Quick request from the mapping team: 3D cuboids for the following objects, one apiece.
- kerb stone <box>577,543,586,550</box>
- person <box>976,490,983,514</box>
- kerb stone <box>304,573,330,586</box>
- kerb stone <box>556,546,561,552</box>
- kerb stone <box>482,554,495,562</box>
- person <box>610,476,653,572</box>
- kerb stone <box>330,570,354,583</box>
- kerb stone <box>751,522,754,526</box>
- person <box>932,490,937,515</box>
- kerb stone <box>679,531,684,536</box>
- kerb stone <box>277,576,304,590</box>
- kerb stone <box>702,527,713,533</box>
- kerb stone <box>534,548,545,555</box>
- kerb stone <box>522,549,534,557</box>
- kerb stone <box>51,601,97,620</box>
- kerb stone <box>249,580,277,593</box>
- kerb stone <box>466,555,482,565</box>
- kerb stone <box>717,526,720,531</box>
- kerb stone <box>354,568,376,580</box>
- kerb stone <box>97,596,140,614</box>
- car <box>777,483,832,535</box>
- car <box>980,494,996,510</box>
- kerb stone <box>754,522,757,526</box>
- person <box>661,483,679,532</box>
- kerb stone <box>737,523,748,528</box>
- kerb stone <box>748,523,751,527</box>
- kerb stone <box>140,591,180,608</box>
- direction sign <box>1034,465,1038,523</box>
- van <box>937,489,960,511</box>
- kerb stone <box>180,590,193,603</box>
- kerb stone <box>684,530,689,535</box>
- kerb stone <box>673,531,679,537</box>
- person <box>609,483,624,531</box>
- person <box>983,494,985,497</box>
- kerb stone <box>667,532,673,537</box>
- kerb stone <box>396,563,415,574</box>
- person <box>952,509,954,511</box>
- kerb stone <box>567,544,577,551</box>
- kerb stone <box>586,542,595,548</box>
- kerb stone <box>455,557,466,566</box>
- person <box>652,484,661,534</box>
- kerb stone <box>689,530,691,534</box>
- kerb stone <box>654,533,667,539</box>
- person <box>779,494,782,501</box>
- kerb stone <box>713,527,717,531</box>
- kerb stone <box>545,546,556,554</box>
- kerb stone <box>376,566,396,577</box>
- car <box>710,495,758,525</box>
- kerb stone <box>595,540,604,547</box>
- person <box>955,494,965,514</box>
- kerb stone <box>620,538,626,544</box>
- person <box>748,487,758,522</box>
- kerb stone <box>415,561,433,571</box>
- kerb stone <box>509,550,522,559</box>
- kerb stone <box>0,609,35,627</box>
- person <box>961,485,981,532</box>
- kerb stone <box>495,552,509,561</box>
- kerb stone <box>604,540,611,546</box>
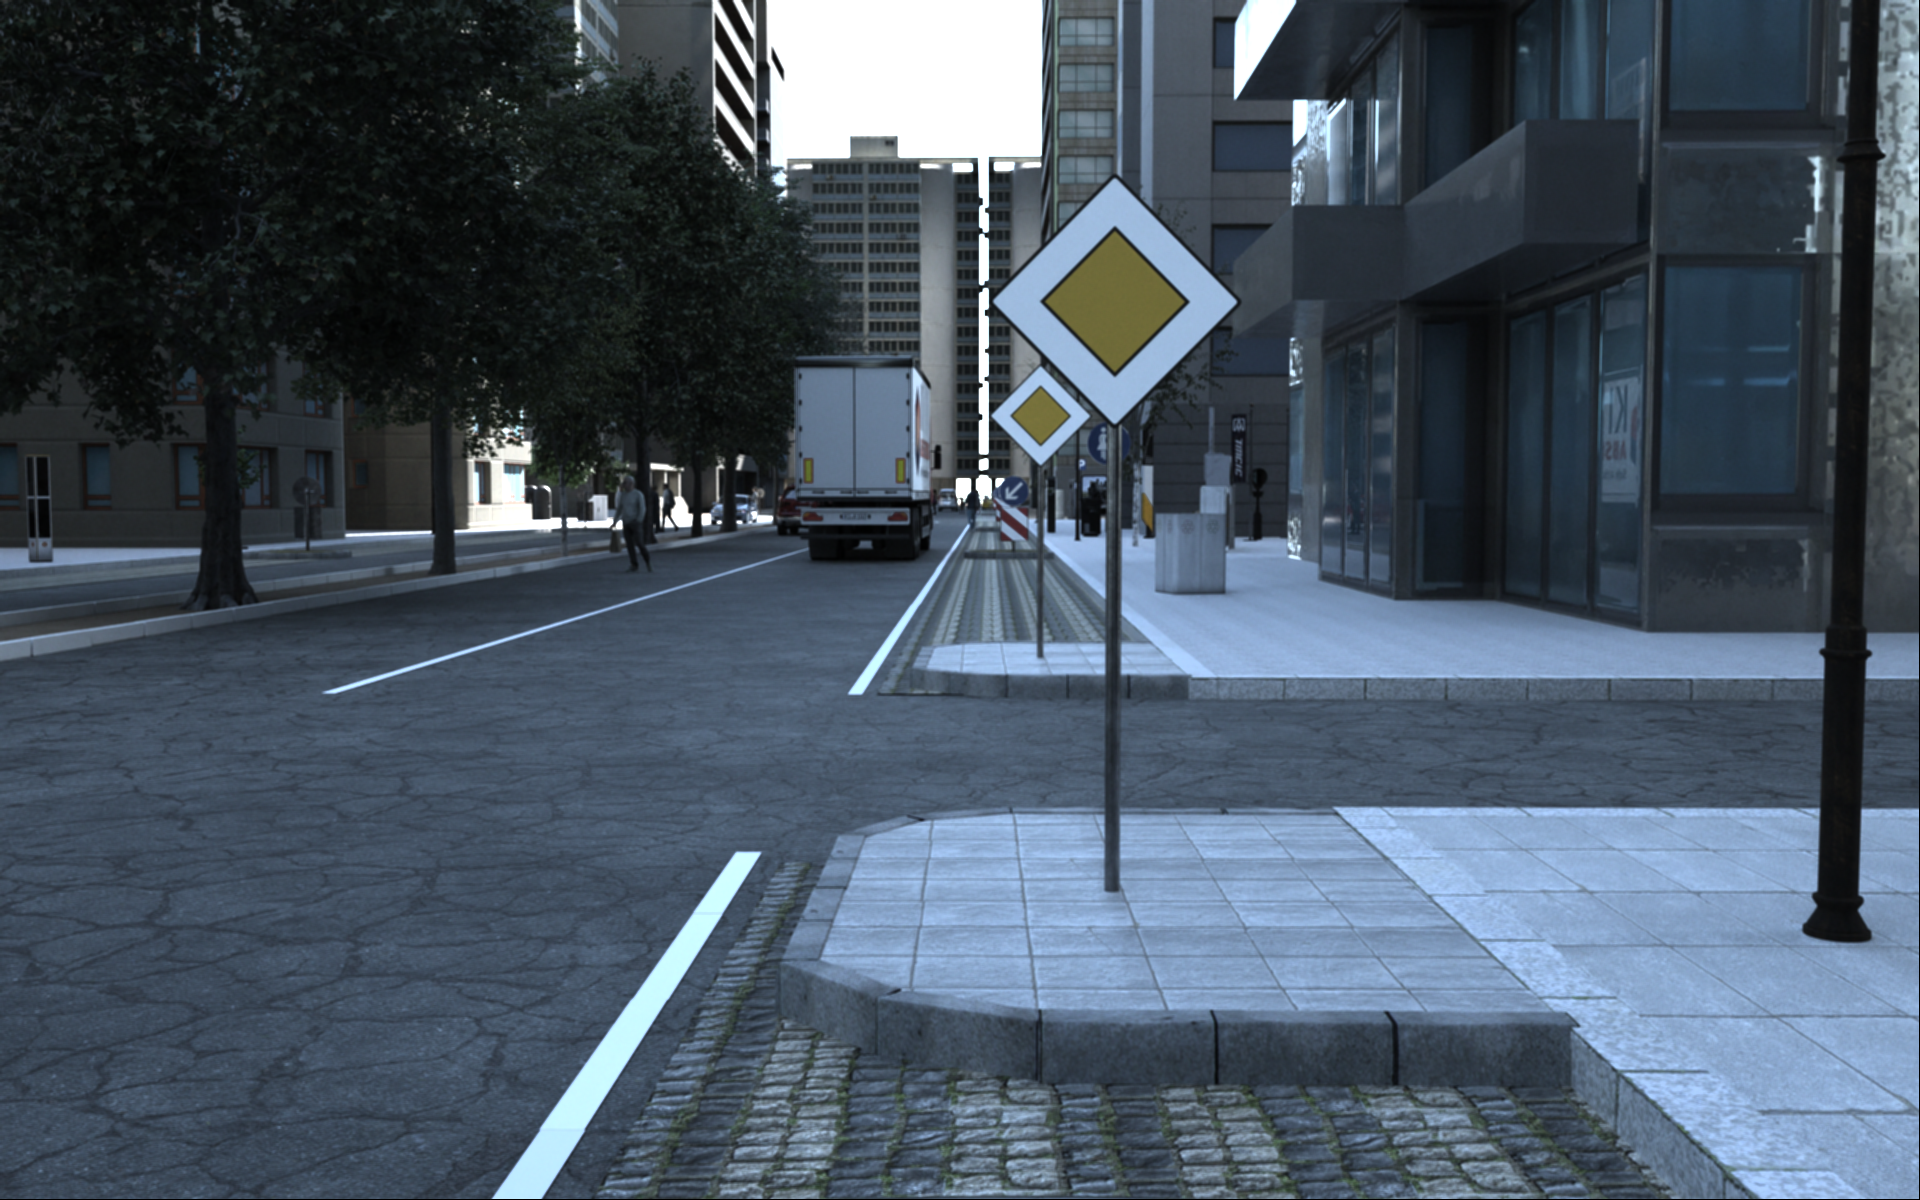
[{"bbox_3d":[-9.865,-1.364,44.552,0.120,0.150,1.000,0,4,1],"label":"kerb stone"},{"bbox_3d":[1.167,-6.863,121.498,1.217,1.735,0.721,-3,5,-42],"label":"person"},{"bbox_3d":[-10.169,-0.301,27.145,0.120,0.150,1.000,0,4,1],"label":"kerb stone"},{"bbox_3d":[-9.899,-1.238,42.508,0.120,0.150,1.000,0,4,1],"label":"kerb stone"},{"bbox_3d":[-10.011,-0.861,36.361,0.120,0.150,1.000,0,4,1],"label":"kerb stone"},{"bbox_3d":[-6.092,-1.403,31.920,0.782,1.767,0.515,2,4,26],"label":"person"},{"bbox_3d":[-10.148,-0.364,28.170,0.120,0.150,1.000,0,4,1],"label":"kerb stone"},{"bbox_3d":[-9.314,-3.307,76.323,0.120,0.150,1.000,0,4,1],"label":"kerb stone"},{"bbox_3d":[-1.826,-6.708,118.853,0.721,1.739,1.217,0,4,5],"label":"person"},{"bbox_3d":[-9.620,-2.246,58.914,0.120,0.150,1.000,0,4,1],"label":"kerb stone"},{"bbox_3d":[-10.184,-0.236,26.115,0.120,0.150,1.000,0,4,1],"label":"kerb stone"},{"bbox_3d":[-9.511,-2.621,65.047,0.120,0.150,1.000,0,4,1],"label":"kerb stone"},{"bbox_3d":[-9.943,-1.116,40.460,0.120,0.150,1.000,0,4,1],"label":"kerb stone"},{"bbox_3d":[-9.953,-1.050,39.431,0.120,0.150,1.000,0,4,1],"label":"kerb stone"},{"bbox_3d":[-10.296,0.136,19.964,0.120,0.150,1.000,0,4,1],"label":"kerb stone"},{"bbox_3d":[-10.202,-0.177,25.092,0.120,0.150,1.000,0,4,1],"label":"kerb stone"},{"bbox_3d":[-10.021,-0.798,35.336,0.120,0.150,1.000,0,4,1],"label":"kerb stone"},{"bbox_3d":[-9.480,-2.746,67.099,0.120,0.150,1.000,0,4,1],"label":"kerb stone"},{"bbox_3d":[-10.128,-0.428,29.192,0.120,0.150,1.000,0,4,1],"label":"kerb stone"},{"bbox_3d":[-10.274,0.074,20.990,0.120,0.150,1.000,0,4,1],"label":"kerb stone"},{"bbox_3d":[-5.290,-3.253,61.862,2.281,1.827,5.304,0,4,2],"label":"car"},{"bbox_3d":[2.760,-8.520,149.523,2.015,1.641,3.980,0,4,-1],"label":"car"},{"bbox_3d":[-9.306,-3.374,77.354,0.120,0.150,1.000,0,4,1],"label":"kerb stone"},{"bbox_3d":[-10.982,-3.458,65.143,0.850,1.850,0.679,1,4,14],"label":"person"},{"bbox_3d":[-9.347,-3.185,74.273,0.120,0.150,1.000,0,4,1],"label":"kerb stone"},{"bbox_3d":[-9.338,-3.246,75.295,0.120,0.150,1.000,0,4,1],"label":"kerb stone"},{"bbox_3d":[-10.249,0.011,22.017,0.120,0.150,1.000,0,4,1],"label":"kerb stone"},{"bbox_3d":[3.511,-5.229,77.486,0.379,3.537,0.876,0,4,-3],"label":"direction sign"},{"bbox_3d":[-0.970,-8.369,143.850,2.013,2.044,4.112,0,4,2],"label":"van"},{"bbox_3d":[-10.238,-0.052,23.042,0.120,0.150,1.000,0,4,1],"label":"kerb stone"},{"bbox_3d":[-9.604,-2.303,59.937,0.120,0.150,1.000,0,4,1],"label":"kerb stone"},{"bbox_3d":[-9.632,-2.182,57.892,0.120,0.150,1.000,0,4,1],"label":"kerb stone"},{"bbox_3d":[-12.783,-3.472,65.142,0.818,1.842,0.514,1,4,9],"label":"person"},{"bbox_3d":[2.346,-8.706,154.025,0.799,1.438,0.628,0,4,6],"label":"person"},{"bbox_3d":[-9.656,-2.121,56.869,0.120,0.150,1.000,0,4,1],"label":"kerb stone"},{"bbox_3d":[-10.096,-0.547,31.240,0.120,0.150,1.000,0,4,1],"label":"kerb stone"},{"bbox_3d":[-0.557,-8.386,148.849,0.421,1.427,0.697,2,4,35],"label":"person"},{"bbox_3d":[-9.881,-1.300,43.530,0.120,0.150,1.000,0,4,1],"label":"kerb stone"},{"bbox_3d":[-9.850,-1.430,45.580,0.120,0.150,1.000,0,4,1],"label":"kerb stone"},{"bbox_3d":[-10.046,-0.741,34.311,0.120,0.150,1.000,0,4,1],"label":"kerb stone"},{"bbox_3d":[-10.509,-3.095,59.526,0.576,1.772,0.534,2,4,24],"label":"person"},{"bbox_3d":[-9.586,-2.371,60.959,0.120,0.150,1.000,0,4,1],"label":"kerb stone"},{"bbox_3d":[-9.669,-2.058,55.847,0.120,0.150,1.000,0,4,1],"label":"kerb stone"},{"bbox_3d":[-11.812,-6.274,114.272,0.628,1.438,0.799,-3,5,-39],"label":"person"},{"bbox_3d":[-9.496,-2.681,66.071,0.120,0.150,1.000,0,4,1],"label":"kerb stone"},{"bbox_3d":[-9.918,-1.173,41.482,0.120,0.150,1.000,0,4,1],"label":"kerb stone"},{"bbox_3d":[-10.110,-0.490,30.214,0.120,0.150,1.000,0,4,1],"label":"kerb stone"},{"bbox_3d":[-10.762,-4.333,82.850,2.014,1.417,4.499,0,4,2],"label":"car"},{"bbox_3d":[-9.833,-1.492,46.609,0.120,0.150,1.000,0,4,1],"label":"kerb stone"},{"bbox_3d":[0.142,-6.968,125.681,1.065,1.426,0.557,0,4,0],"label":"person"},{"bbox_3d":[-9.759,-1.744,50.715,0.120,0.150,1.000,0,4,1],"label":"kerb stone"},{"bbox_3d":[-10.498,-4.812,87.454,0.573,1.790,0.520,0,4,-7],"label":"person"},{"bbox_3d":[-10.076,-0.616,32.267,0.120,0.150,1.000,0,4,1],"label":"kerb stone"},{"bbox_3d":[-9.973,-0.992,38.408,0.120,0.150,1.000,0,4,1],"label":"kerb stone"},{"bbox_3d":[-10.304,0.199,18.942,0.120,0.150,1.000,0,4,1],"label":"kerb stone"},{"bbox_3d":[0.452,-3.413,64.655,0.623,1.781,0.721,-3,5,-41],"label":"person"},{"bbox_3d":[-9.994,-0.926,37.385,0.120,0.150,1.000,0,4,1],"label":"kerb stone"},{"bbox_3d":[-9.813,-1.556,47.631,0.120,0.150,1.000,0,4,1],"label":"kerb stone"}]
